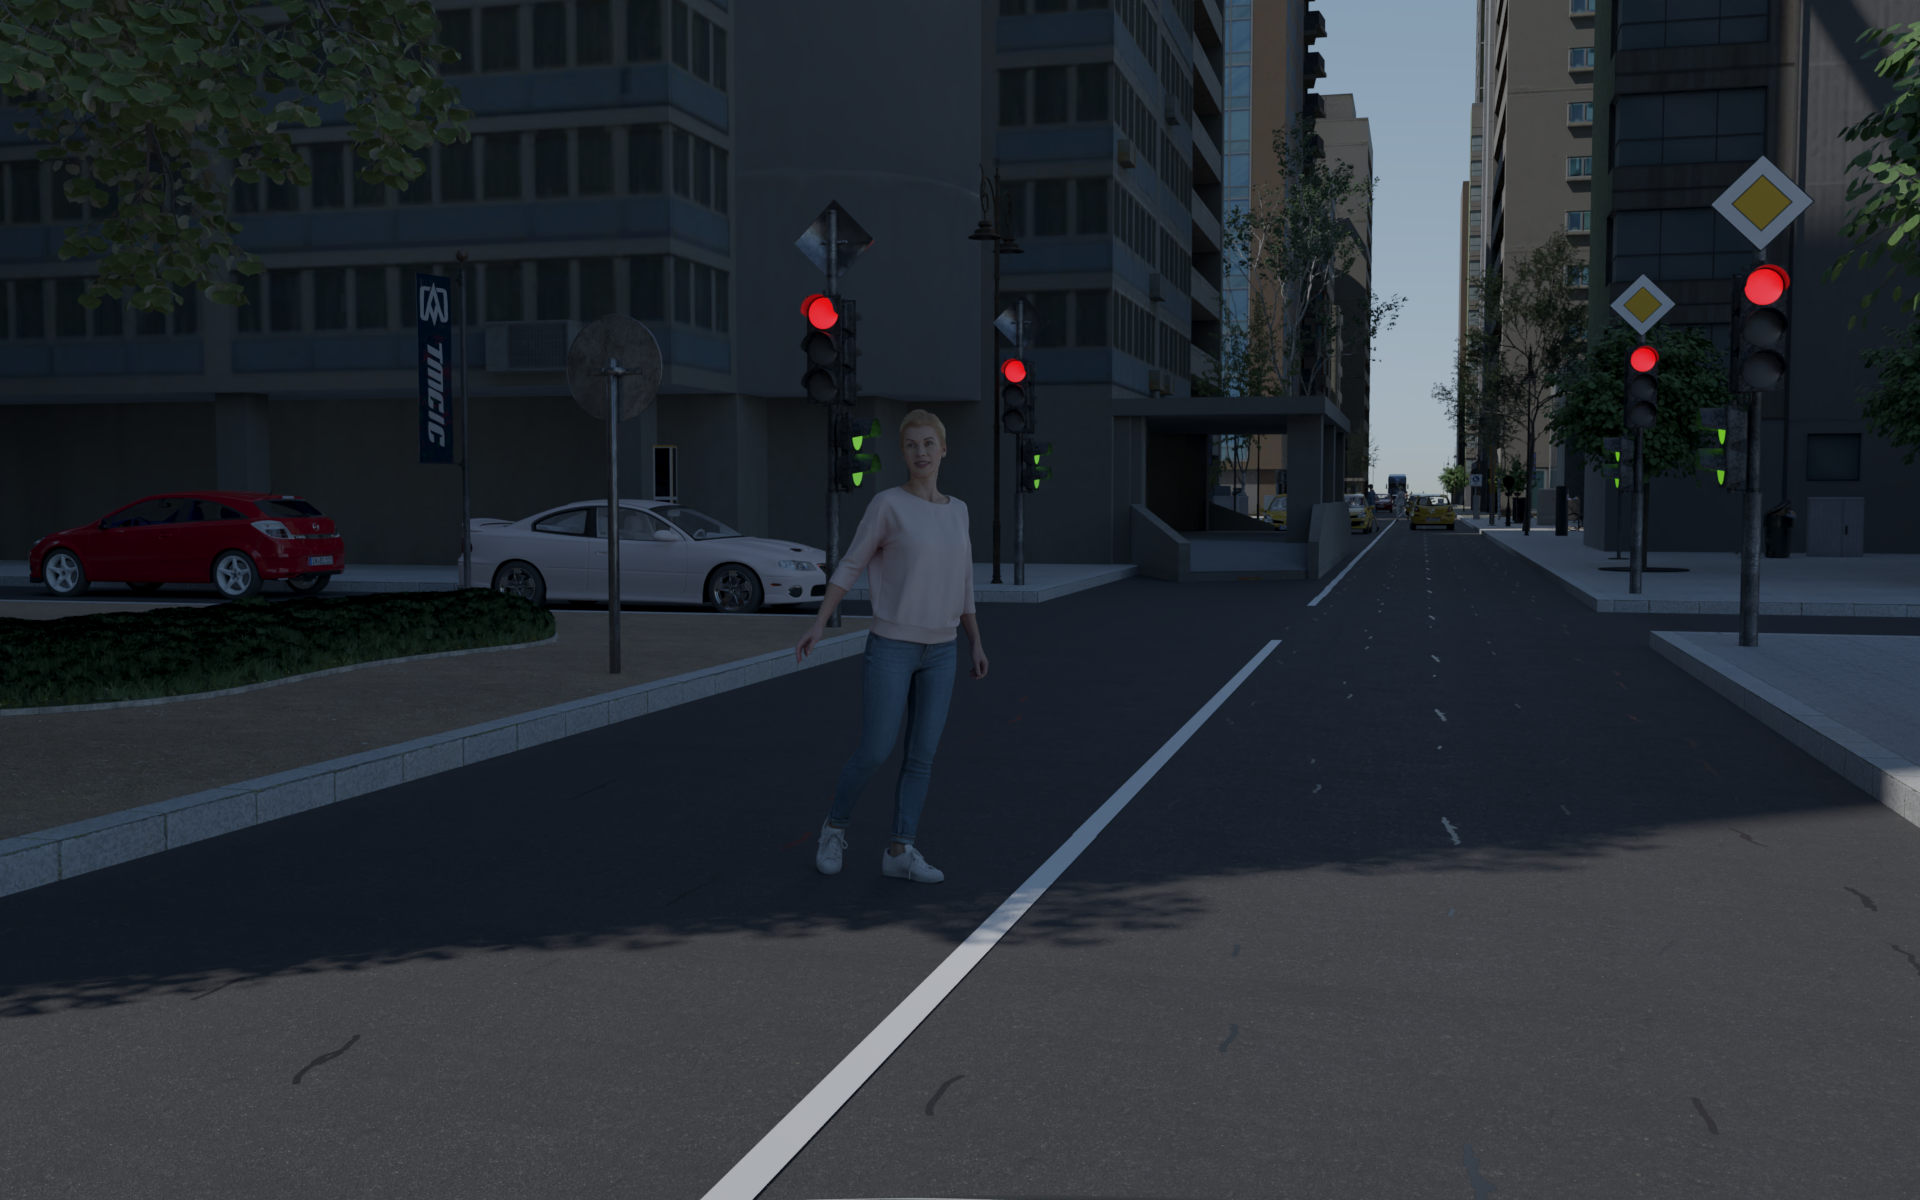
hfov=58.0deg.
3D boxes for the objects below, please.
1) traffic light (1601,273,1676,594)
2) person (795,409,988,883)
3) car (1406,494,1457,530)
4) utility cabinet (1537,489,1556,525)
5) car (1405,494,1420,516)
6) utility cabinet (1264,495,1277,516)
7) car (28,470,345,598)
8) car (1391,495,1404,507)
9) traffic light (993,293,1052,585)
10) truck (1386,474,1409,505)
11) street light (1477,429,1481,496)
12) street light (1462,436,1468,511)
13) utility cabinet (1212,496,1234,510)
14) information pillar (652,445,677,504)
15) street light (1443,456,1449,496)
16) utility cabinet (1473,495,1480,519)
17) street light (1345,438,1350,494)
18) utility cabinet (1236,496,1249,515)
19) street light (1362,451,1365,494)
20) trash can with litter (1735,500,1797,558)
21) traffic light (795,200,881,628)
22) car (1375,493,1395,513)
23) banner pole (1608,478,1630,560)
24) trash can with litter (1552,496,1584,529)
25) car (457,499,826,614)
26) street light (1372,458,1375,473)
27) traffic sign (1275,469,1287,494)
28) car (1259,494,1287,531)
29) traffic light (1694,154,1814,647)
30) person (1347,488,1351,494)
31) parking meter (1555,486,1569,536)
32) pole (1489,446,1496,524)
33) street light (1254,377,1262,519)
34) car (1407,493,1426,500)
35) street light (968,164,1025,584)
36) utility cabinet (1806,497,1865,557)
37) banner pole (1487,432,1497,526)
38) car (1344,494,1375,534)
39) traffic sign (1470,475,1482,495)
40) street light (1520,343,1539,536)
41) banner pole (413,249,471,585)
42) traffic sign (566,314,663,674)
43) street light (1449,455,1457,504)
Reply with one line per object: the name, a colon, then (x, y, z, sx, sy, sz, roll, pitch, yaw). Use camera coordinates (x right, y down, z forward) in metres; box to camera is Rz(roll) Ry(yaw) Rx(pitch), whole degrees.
traffic light: (8.695, -2.037, 22.231, 0.839, 4.253, 0.868, 1, 4, 15)
person: (-0.322, 0.167, 6.447, 0.598, 1.740, 0.731, 3, 5, 44)
car: (19.060, -3.654, 69.971, 2.015, 1.641, 3.980, 1, 4, 13)
utility cabinet: (23.942, -3.748, 69.957, 1.173, 1.500, 0.318, 2, 4, 34)
car: (30.288, -6.355, 114.130, 2.015, 1.641, 3.980, 1, 4, 16)
utility cabinet: (16.063, -4.784, 89.377, 0.306, 1.237, 1.020, -2, 4, -24)
car: (-11.012, -0.950, 24.575, 4.494, 1.783, 2.155, 1, 4, 14)
car: (49.978, -11.336, 197.921, 1.945, 1.354, 3.894, 1, 4, 15)
traffic light: (0.851, -2.164, 24.295, 0.839, 4.253, 0.868, 1, 4, 15)
truck: (60.305, -15.227, 238.725, 2.967, 4.110, 18.799, 1, 4, 14)
street light: (28.328, -7.439, 94.417, 0.468, 5.910, 1.993, 1, 4, 15)
street light: (37.123, -9.459, 127.438, 0.468, 5.910, 1.993, 1, 4, 15)
utility cabinet: (8.995, -2.873, 58.135, 1.020, 1.237, 0.306, 0, 4, 1)
information pillar: (-4.473, -1.333, 26.292, 0.304, 2.012, 0.304, 0, 4, 6)
street light: (58.492, -14.364, 207.645, 0.468, 5.910, 1.993, 1, 4, 15)
utility cabinet: (26.377, -4.724, 88.404, 0.306, 1.237, 1.020, 1, 4, 20)
street light: (31.233, -10.229, 140.028, 0.468, 5.910, 1.993, 1, 4, 15)
utility cabinet: (8.955, -2.677, 54.936, 0.306, 1.237, 1.020, 0, 4, 5)
street light: (41.706, -12.626, 179.229, 0.468, 5.910, 1.993, 1, 4, 15)
trash can with litter: (16.159, -1.428, 34.737, 1.055, 1.170, 0.624, 1, 4, 15)
traffic light: (-1.203, -1.692, 16.578, 0.839, 4.253, 0.868, 1, 4, 15)
car: (32.578, -7.645, 134.029, 2.155, 1.783, 4.494, 1, 4, 14)
banner pole: (12.940, -2.698, 34.134, 0.401, 3.779, 0.863, 0, 4, 1)
trash can with litter: (22.836, -3.201, 63.388, 2.233, 1.210, 1.678, 1, 4, 18)
car: (-3.814, -0.551, 21.378, 4.827, 1.381, 2.083, 1, 4, 15)
street light: (52.378, -15.095, 219.594, 0.468, 5.910, 1.993, 1, 4, 15)
traffic sign: (13.258, -4.227, 71.237, 0.606, 2.300, 0.079, 1, 4, 19)
car: (10.102, -2.574, 52.305, 2.015, 1.641, 3.980, 1, 4, 16)
traffic light: (6.640, -1.565, 14.514, 0.839, 4.253, 0.868, 1, 4, 15)
person: (19.736, -4.814, 87.886, 0.598, 1.740, 0.731, -3, 5, -41)
parking meter: (18.454, -2.732, 53.087, 0.372, 1.533, 0.369, 0, 3, 0)
pole: (22.562, -4.865, 73.382, 0.158, 3.312, 0.155, 0, 3, 0)
street light: (11.223, -5.645, 65.076, 0.468, 5.910, 1.993, 1, 4, 15)
car: (36.314, -7.779, 136.776, 1.945, 1.707, 3.694, 1, 4, 13)
street light: (0.526, -3.173, 24.662, 0.468, 5.910, 1.993, 1, 4, 15)
utility cabinet: (17.847, -1.478, 35.319, 1.020, 1.237, 0.306, 1, 4, 20)
banner pole: (21.646, -4.909, 70.287, 0.401, 3.779, 0.863, 1, 4, 23)
car: (14.209, -3.260, 63.530, 2.015, 1.641, 3.980, 1, 4, 16)
traffic sign: (26.906, -5.395, 90.340, 0.606, 2.300, 0.079, 2, 4, 24)
street light: (17.506, -4.926, 53.330, 0.468, 5.910, 1.993, 1, 4, 15)
banner pole: (-5.202, -1.687, 17.604, 0.401, 3.779, 0.863, 2, 4, 29)
traffic sign: (-2.469, -0.747, 12.320, 0.768, 2.556, 0.104, 1, 4, 18)
street light: (47.934, -11.929, 167.833, 0.468, 5.910, 1.993, 1, 4, 15)
